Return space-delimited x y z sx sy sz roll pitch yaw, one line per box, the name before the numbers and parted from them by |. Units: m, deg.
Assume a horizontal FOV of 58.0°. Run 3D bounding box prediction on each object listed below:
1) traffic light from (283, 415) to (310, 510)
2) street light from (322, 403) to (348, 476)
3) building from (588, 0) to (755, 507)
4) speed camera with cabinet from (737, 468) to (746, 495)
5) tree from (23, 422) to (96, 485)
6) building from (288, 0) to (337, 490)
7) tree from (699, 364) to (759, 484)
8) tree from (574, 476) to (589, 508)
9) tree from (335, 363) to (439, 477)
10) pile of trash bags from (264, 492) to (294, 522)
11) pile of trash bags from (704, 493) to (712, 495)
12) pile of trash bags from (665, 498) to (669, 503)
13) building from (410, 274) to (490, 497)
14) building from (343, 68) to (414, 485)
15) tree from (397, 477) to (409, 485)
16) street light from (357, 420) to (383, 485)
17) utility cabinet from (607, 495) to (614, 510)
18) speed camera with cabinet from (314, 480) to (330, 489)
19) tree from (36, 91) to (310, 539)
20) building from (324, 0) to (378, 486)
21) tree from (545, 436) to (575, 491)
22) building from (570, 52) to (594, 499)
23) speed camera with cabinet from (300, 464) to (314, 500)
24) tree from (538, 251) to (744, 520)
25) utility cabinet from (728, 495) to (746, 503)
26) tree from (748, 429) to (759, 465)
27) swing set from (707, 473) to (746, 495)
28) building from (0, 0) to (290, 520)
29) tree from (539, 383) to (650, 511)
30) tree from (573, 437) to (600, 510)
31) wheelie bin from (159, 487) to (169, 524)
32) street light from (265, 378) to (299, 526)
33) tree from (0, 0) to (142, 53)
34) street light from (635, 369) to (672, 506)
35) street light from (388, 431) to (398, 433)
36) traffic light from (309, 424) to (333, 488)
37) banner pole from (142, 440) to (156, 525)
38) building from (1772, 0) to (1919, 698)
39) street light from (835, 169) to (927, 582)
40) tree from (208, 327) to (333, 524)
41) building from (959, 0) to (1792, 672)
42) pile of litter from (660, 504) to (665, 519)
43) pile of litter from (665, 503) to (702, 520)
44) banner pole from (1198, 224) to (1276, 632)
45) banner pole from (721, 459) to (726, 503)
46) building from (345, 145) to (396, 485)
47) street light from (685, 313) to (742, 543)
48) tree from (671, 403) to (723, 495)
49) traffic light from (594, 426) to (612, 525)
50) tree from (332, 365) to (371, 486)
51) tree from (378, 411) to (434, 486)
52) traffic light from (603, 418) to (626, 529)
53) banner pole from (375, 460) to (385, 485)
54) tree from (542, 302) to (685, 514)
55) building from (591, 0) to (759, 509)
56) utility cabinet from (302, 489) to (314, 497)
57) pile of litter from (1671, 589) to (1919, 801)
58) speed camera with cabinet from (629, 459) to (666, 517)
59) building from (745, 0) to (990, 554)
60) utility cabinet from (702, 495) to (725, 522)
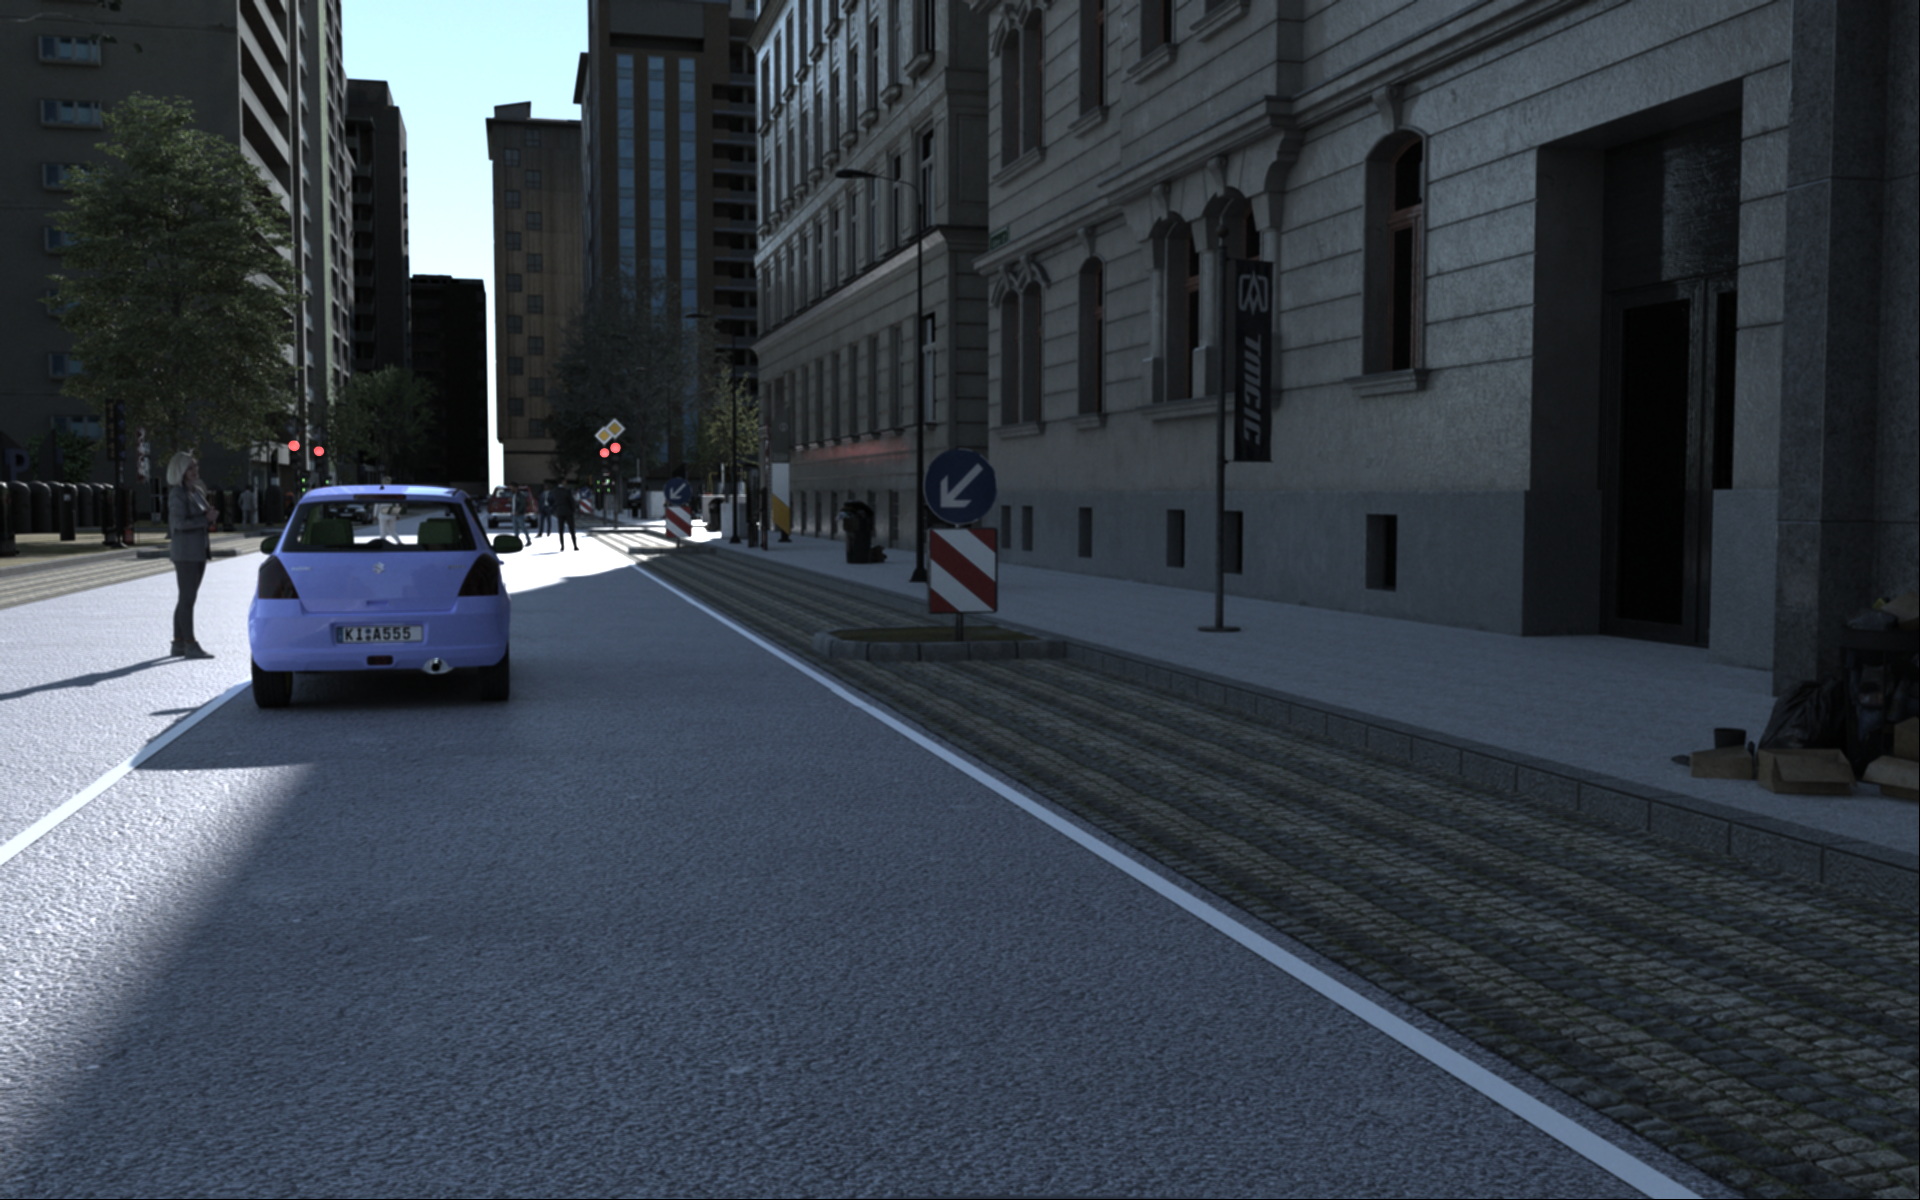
traffic light | -23.461 -4.422 61.221 0.839 4.253 0.868 -1 4 -14
street light | -31.995 -7.102 88.663 1.470 5.913 1.316 -1 4 -14
building | -27.167 -38.869 177.509 21.231 58.520 28.212 -1 4 -14
speed camera with cabinet | -16.238 -8.358 130.996 0.660 3.252 2.038 2 4 33
tree | -41.241 -5.852 79.387 4.285 4.588 4.351 0 3 0
building | -51.129 -26.589 118.325 14.154 41.232 14.086 -1 4 -14
tree | -12.730 -9.015 97.761 4.360 8.622 3.978 0 3 0
tree | -35.271 -10.140 160.383 1.663 3.219 1.824 0 3 0
tree | -45.118 -12.871 136.188 9.928 11.665 9.643 0 3 0
pile of trash bags | -31.172 -4.299 80.037 1.912 1.369 3.447 -1 4 -14
pile of trash bags | -13.887 -5.821 104.925 3.447 1.369 1.912 0 4 3
pile of trash bags | -21.844 -7.110 125.999 1.912 1.369 3.447 -2 4 -29
building | -70.227 -28.090 230.977 14.107 30.474 14.160 -1 4 -14
building | -74.581 -35.148 198.375 21.600 48.544 21.300 -1 4 -14
tree | -55.891 -11.009 174.605 1.663 3.219 1.824 0 3 0
street light | -37.111 -8.312 108.438 1.470 5.913 1.316 -1 4 -14
utility cabinet | -28.070 -7.815 138.930 1.020 1.237 0.306 0 4 -8
speed camera with cabinet | -40.041 -7.069 109.910 2.038 3.252 0.660 3 5 44
tree | -22.565 -8.062 49.938 7.486 12.596 7.792 0 3 0
building | -61.209 -43.354 147.094 20.563 71.187 20.611 -1 4 -14
tree | -49.864 -16.283 216.595 4.360 8.622 3.978 0 3 0
building | -30.776 -37.773 206.825 28.713 52.752 27.495 -1 4 -14
speed camera with cabinet | -42.794 -7.248 112.847 0.660 3.252 2.038 3 4 38
tree | -16.089 -10.837 87.555 12.009 13.543 11.850 0 3 0
utility cabinet | -11.874 -4.982 92.613 1.020 1.237 0.306 -2 4 -29
tree | -14.759 -11.587 139.814 4.737 8.622 4.395 0 3 0
swing set | -16.966 -7.969 127.905 3.119 2.851 2.862 -1 4 -21
building | -48.262 -28.655 92.206 21.300 48.544 21.600 -1 4 -14
tree | -27.862 -12.162 133.269 8.767 10.594 7.601 -2 4 -23
tree | -29.742 -11.607 140.144 4.737 8.622 4.395 0 3 0
wheelie bin | -34.103 -4.100 74.943 0.980 1.594 0.693 -2 4 -28
street light | -27.051 -5.908 69.137 1.470 5.913 1.316 -1 4 -14
tree | -17.397 -10.338 24.912 12.611 20.169 13.585 0 3 0
street light | -11.338 -5.614 64.332 1.470 5.913 1.316 -1 4 -14
street light | -42.304 -9.518 128.166 1.470 5.913 1.316 -1 4 -14
traffic light | -25.450 -4.895 68.956 0.839 4.253 0.868 -1 4 -14
banner pole | -33.157 -4.945 70.862 0.863 3.779 0.401 2 4 23
building | 13.431 -11.258 2.095 12.078 24.808 19.932 -1 4 -14
street light | -1.106 -3.211 25.047 1.470 5.913 1.316 -1 4 -14
tree | -29.990 -7.544 73.704 4.737 8.622 4.395 0 3 0
building | 9.207 -14.440 23.481 14.401 28.519 23.554 -1 4 -14
pile of litter | -14.981 -4.658 90.122 1.176 0.858 1.719 -2 4 -28
pile of litter | -13.534 -4.421 86.242 1.719 0.858 1.176 3 4 36
banner pole | 2.632 -1.607 16.295 0.863 3.779 0.401 -2 4 -32
banner pole | -16.726 -8.108 122.581 0.401 3.779 0.863 1 4 15
building | -72.610 -29.182 169.001 32.217 40.220 23.993 -1 4 -14
street light | -6.380 -4.420 44.809 1.470 5.913 1.316 -1 4 -14
tree | -20.245 -11.328 135.574 4.737 8.622 4.395 0 3 0
traffic light | -14.739 -5.064 71.715 0.839 4.253 0.868 -1 4 -14
tree | -34.988 -8.981 97.210 4.737 8.622 4.395 0 3 0
tree | -50.209 -12.680 157.686 4.360 8.622 3.978 0 3 0
traffic light | -12.751 -4.591 63.981 0.839 4.253 0.868 -1 4 -14
banner pole | -41.975 -8.274 125.291 0.863 3.779 0.401 0 4 -8
tree | -22.630 -12.671 113.831 9.857 13.997 8.962 0 3 0
building | -25.536 -30.916 155.594 14.600 45.320 14.200 -1 4 -14
utility cabinet | -31.244 -4.561 83.246 0.318 1.500 1.173 -3 5 -43
pile of litter | 4.000 0.392 7.556 1.176 0.858 1.719 -2 4 -24
speed camera with cabinet | -17.558 -6.293 97.219 2.038 3.252 0.660 -3 5 -41
building | 3.236 -13.270 50.248 16.112 22.955 30.059 -1 4 -14
utility cabinet | -11.186 -4.122 78.556 1.020 1.237 0.306 -1 4 -18
